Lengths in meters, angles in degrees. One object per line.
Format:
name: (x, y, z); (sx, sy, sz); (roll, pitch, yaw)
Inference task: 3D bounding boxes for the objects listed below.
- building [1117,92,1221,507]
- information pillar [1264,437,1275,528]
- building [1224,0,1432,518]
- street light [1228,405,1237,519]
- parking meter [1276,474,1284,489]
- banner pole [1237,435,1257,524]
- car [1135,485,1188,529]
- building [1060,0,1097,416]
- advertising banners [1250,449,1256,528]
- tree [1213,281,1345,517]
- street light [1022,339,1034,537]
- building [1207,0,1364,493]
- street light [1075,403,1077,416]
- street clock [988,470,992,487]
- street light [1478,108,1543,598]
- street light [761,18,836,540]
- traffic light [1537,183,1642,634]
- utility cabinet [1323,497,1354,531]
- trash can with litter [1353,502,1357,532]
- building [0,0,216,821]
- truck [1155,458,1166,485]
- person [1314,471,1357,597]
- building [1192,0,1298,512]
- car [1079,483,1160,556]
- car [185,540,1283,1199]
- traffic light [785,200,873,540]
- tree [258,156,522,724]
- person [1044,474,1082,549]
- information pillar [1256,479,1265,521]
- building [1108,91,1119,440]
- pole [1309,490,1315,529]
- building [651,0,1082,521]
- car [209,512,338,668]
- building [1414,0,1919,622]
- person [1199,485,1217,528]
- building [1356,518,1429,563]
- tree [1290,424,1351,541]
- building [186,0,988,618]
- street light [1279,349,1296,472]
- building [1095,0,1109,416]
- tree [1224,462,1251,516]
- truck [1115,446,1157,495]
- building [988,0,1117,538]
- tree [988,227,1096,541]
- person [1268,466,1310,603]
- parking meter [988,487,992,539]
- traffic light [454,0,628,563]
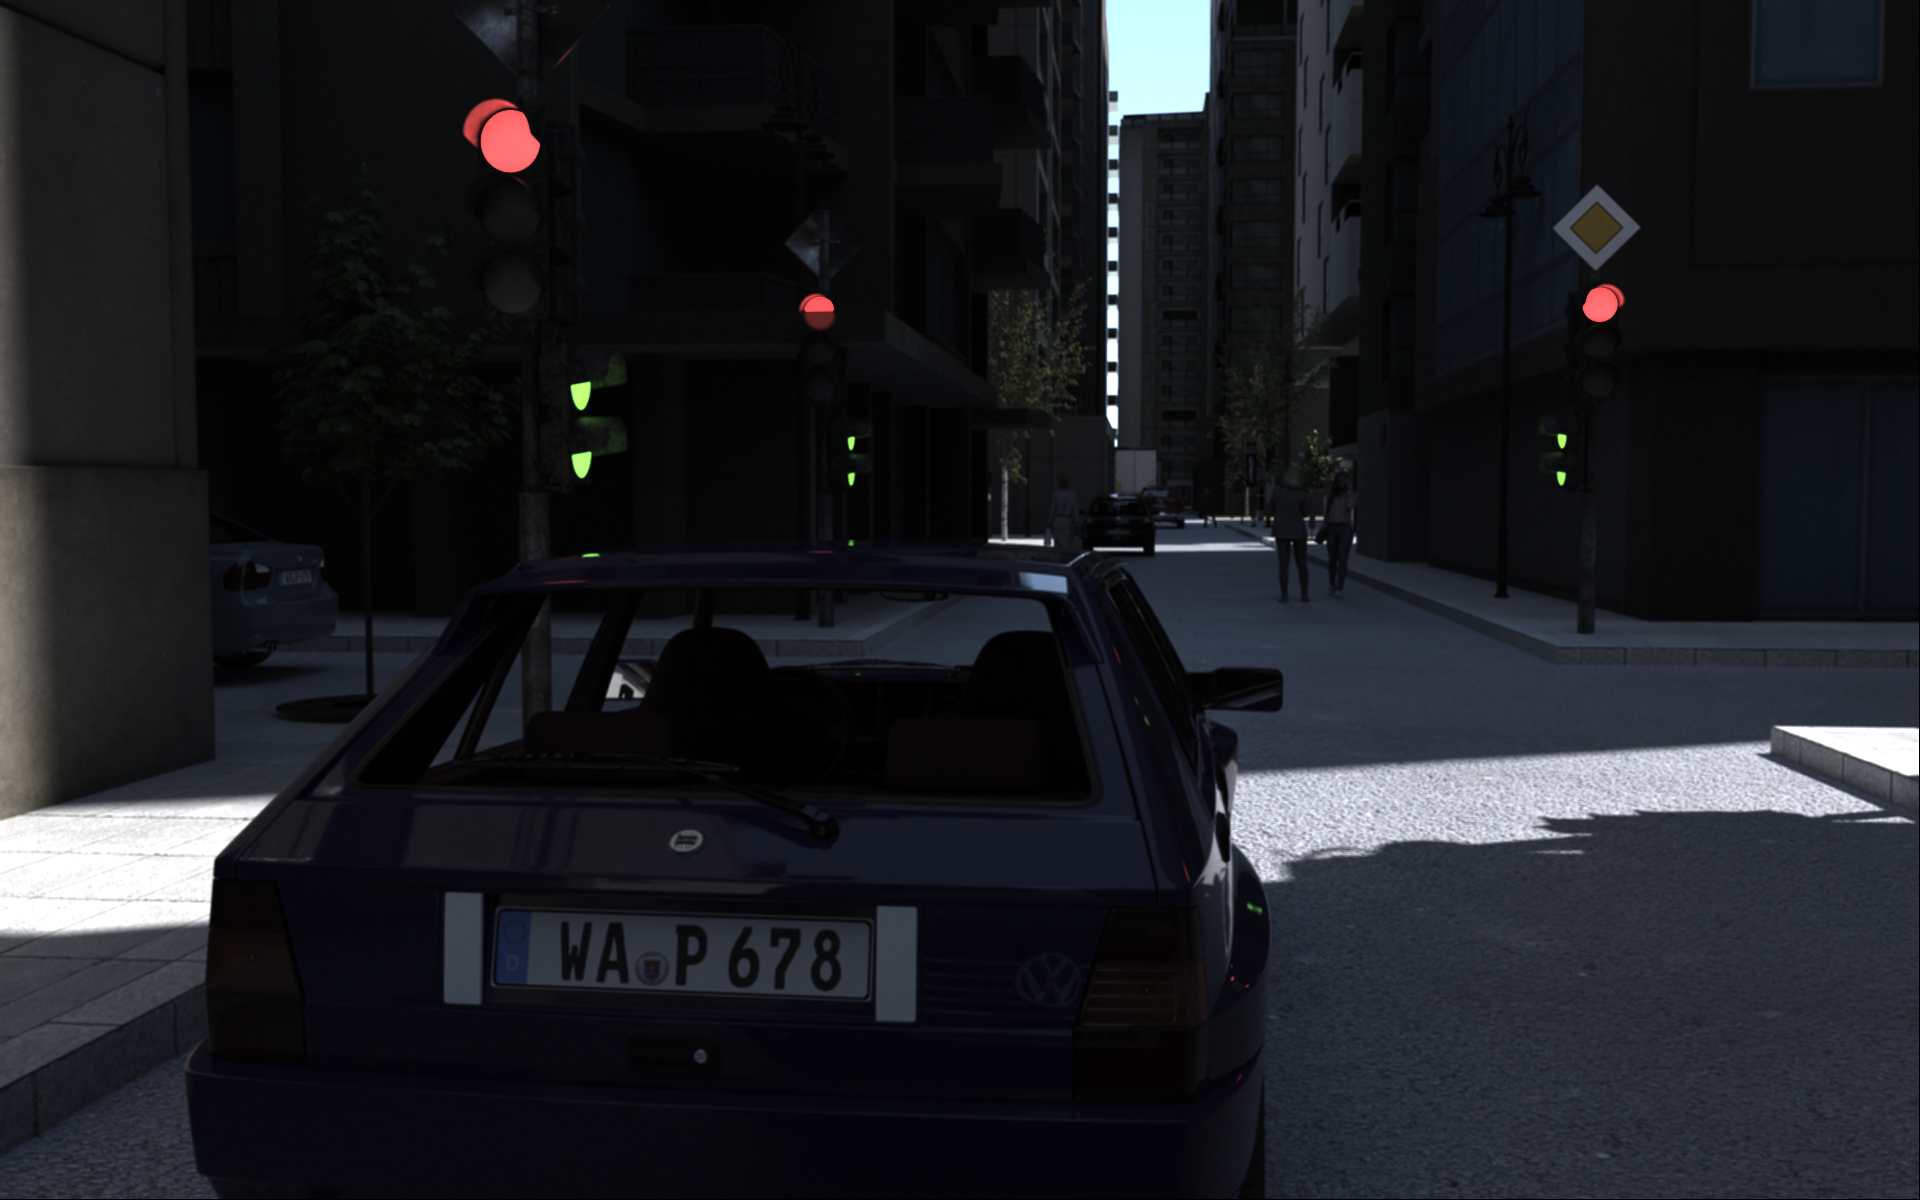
building: (23.398, -30.362, 180.013); (14.086, 41.232, 14.154); (0, 4, 6)
information pillar: (11.831, -4.570, 66.067); (0.183, 3.616, 0.504); (3, 5, 44)
building: (23.936, -20.692, 110.011); (14.160, 30.474, 14.107); (0, 4, 6)
street light: (14.142, -7.159, 89.841); (0.468, 5.910, 1.993); (0, 4, 6)
parking meter: (9.307, -2.713, 50.061); (0.255, 1.863, 0.399); (-1, 4, -14)
banner pole: (12.221, -5.111, 73.581); (0.863, 3.779, 0.401); (2, 4, 31)
car: (8.543, -3.978, 73.712); (2.281, 1.827, 5.304); (0, 4, 8)
building: (2.831, -27.174, 127.895); (14.154, 41.232, 14.086); (0, 4, 6)
advertising banners: (11.328, -4.331, 66.992); (0.090, 3.025, 2.074); (0, 4, 4)
tree: (10.929, -6.670, 59.419); (4.737, 8.622, 4.395); (0, 3, 0)
street light: (2.022, -4.823, 51.648); (0.468, 5.910, 1.993); (0, 4, 6)
building: (35.445, -34.277, 149.675); (28.713, 52.752, 27.495); (0, 4, 6)
street light: (5.755, -6.934, 86.156); (0.468, 5.910, 1.993); (0, 4, 6)
street clock: (0.775, -2.941, 52.657); (0.358, 2.002, 0.471); (2, 4, 25)
street light: (6.715, -2.966, 21.288); (0.468, 5.910, 1.993); (0, 4, 6)
street light: (-1.606, -2.733, 17.480); (0.468, 5.910, 1.993); (0, 4, 6)
traffic light: (5.751, -1.647, 15.851); (0.839, 4.253, 0.868); (0, 4, 6)
utility cabinet: (11.589, -2.561, 53.038); (1.020, 1.237, 0.306); (-2, 4, -33)
trash can with litter: (13.072, -2.820, 57.495); (1.055, 1.170, 0.624); (-1, 4, -9)
building: (-18.523, -10.317, 1.974); (30.059, 22.955, 16.112); (0, 4, 6)
truck: (14.984, -9.146, 138.445); (2.839, 4.237, 11.283); (0, 4, 8)
person: (5.286, -0.926, 24.235); (0.593, 1.750, 0.643); (2, 4, 30)
building: (27.745, -42.051, 125.788); (20.563, 71.187, 20.611); (0, 4, 6)
car: (3.800, -1.943, 41.556); (2.009, 1.686, 4.222); (0, 4, 5)
car: (-0.157, 0.504, 4.333); (1.945, 1.354, 3.894); (0, 4, 8)
traffic light: (-1.272, -1.692, 16.582); (0.839, 4.253, 0.868); (0, 4, 6)
tree: (-3.451, -0.939, 9.957); (1.663, 3.219, 1.824); (0, 3, 0)
person: (1.799, -1.327, 30.551); (0.694, 1.780, 0.624); (1, 4, 10)
information pillar: (14.558, -4.862, 83.982); (0.304, 2.012, 0.304); (-1, 4, -16)
building: (1.733, -34.680, 186.625); (30.456, 49.044, 23.786); (0, 4, 6)
pole: (13.061, -4.300, 64.142); (0.158, 3.312, 0.155); (0, 3, 0)
building: (-3.929, -27.632, 106.404); (22.147, 44.769, 28.867); (0, 4, 6)
car: (-7.283, -0.102, 13.669); (4.499, 1.417, 2.014); (0, 4, 5)
building: (14.290, -22.736, 21.844); (14.200, 45.320, 14.600); (0, 4, 6)
person: (10.654, -4.029, 74.334); (0.622, 1.834, 0.822); (-1, 4, -23)
building: (15.715, -16.265, 37.642); (14.160, 30.474, 14.107); (0, 4, 6)
tree: (9.664, -3.241, 47.586); (1.663, 3.219, 1.824); (0, 3, 0)
building: (-9.809, -22.986, 30.440); (22.147, 44.769, 28.867); (0, 4, 6)
street light: (10.476, -5.062, 55.552); (0.468, 5.910, 1.993); (0, 4, 6)
building: (6.455, -31.207, 160.341); (14.200, 45.320, 14.600); (0, 4, 6)
tree: (16.746, -6.662, 103.530); (1.663, 3.219, 1.824); (0, 3, 0)
truck: (10.857, -7.264, 107.681); (2.839, 4.237, 11.283); (0, 4, 6)
building: (-4.459, -38.240, 63.484); (20.563, 71.187, 20.611); (0, 4, 6)
tree: (1.460, -5.932, 47.347); (4.737, 8.622, 4.395); (0, 3, 0)
person: (4.371, -0.876, 23.013); (0.537, 1.800, 0.526); (2, 4, 24)
parking meter: (0.715, -2.514, 49.510); (0.372, 1.533, 0.369); (0, 3, 0)
traffic light: (-2.120, -1.206, 8.642); (0.839, 4.253, 0.868); (0, 4, 6)
